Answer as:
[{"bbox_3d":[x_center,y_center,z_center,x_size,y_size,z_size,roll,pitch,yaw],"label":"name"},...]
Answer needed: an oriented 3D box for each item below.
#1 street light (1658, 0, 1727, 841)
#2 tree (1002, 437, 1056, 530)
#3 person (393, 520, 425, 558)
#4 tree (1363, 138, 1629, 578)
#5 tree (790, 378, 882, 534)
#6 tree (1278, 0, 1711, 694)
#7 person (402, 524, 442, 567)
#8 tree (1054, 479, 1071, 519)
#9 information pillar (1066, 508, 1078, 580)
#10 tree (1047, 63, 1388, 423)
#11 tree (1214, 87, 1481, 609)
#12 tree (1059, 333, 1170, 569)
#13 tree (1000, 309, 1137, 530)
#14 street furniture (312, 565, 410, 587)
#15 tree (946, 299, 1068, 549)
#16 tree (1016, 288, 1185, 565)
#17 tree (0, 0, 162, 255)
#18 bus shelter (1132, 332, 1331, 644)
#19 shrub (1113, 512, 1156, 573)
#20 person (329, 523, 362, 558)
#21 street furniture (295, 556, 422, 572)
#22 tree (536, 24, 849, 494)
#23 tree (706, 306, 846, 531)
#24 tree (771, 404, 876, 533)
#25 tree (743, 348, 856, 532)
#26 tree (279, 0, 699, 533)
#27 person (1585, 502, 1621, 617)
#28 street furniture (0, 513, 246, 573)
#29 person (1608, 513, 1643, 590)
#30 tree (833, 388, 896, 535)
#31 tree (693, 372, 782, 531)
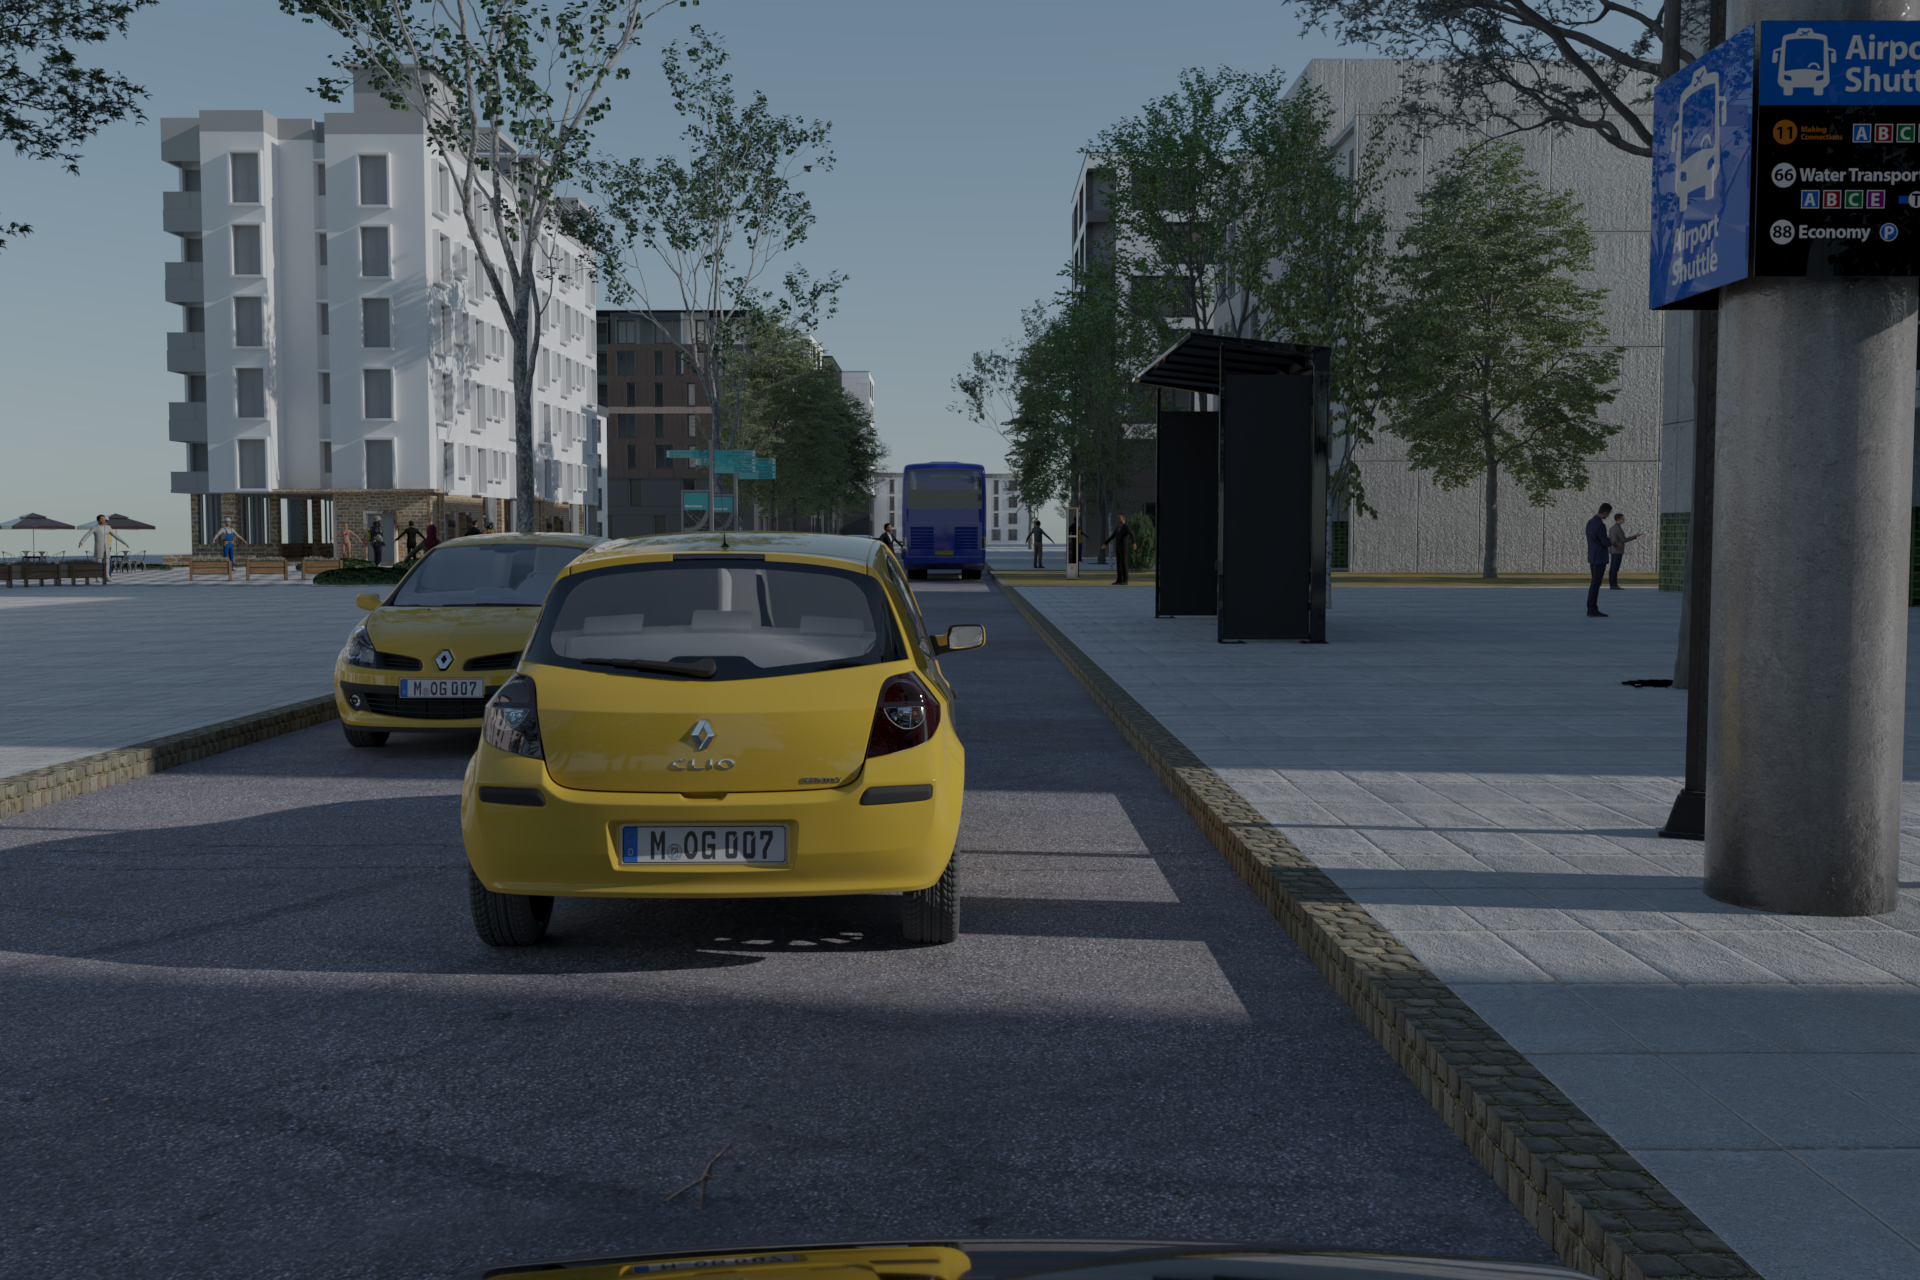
[{"bbox_3d":[3.684,-2.119,7.192,1.470,5.913,1.316,0,4,0],"label":"street light"},{"bbox_3d":[5.366,-10.923,128.946,4.737,8.622,4.395,0,3,0],"label":"tree"},{"bbox_3d":[-21.306,-3.734,67.237,1.347,1.806,0.705,-3,4,-36],"label":"person"},{"bbox_3d":[15.219,-8.104,50.632,7.486,12.596,7.792,0,3,0],"label":"tree"},{"bbox_3d":[-9.311,-12.738,126.392,7.486,12.596,7.792,0,3,0],"label":"tree"},{"bbox_3d":[6.191,-6.330,13.866,12.009,13.543,11.850,0,3,0],"label":"tree"},{"bbox_3d":[-8.214,-1.089,27.014,0.989,1.438,0.599,0,4,-3],"label":"person"},{"bbox_3d":[16.394,-18.486,236.650,7.601,10.594,8.767,0,4,-4],"label":"tree"},{"bbox_3d":[3.110,-2.670,48.147,0.304,2.012,0.304,0,4,-2],"label":"information pillar"},{"bbox_3d":[5.617,-6.926,39.002,9.928,11.665,9.643,0,3,0],"label":"tree"},{"bbox_3d":[6.513,-4.830,29.334,4.737,8.622,4.395,0,3,0],"label":"tree"},{"bbox_3d":[5.534,-6.918,63.464,4.360,8.622,3.978,0,3,0],"label":"tree"},{"bbox_3d":[5.559,-10.296,86.458,7.486,12.596,7.792,0,3,0],"label":"tree"},{"bbox_3d":[-10.930,-1.750,44.241,10.072,0.657,5.734,1,4,12],"label":"street furniture"},{"bbox_3d":[5.215,-17.516,142.282,12.611,20.169,13.585,0,3,0],"label":"tree"},{"bbox_3d":[6.045,-9.007,73.024,9.928,11.665,9.643,0,3,0],"label":"tree"},{"bbox_3d":[-9.356,-4.738,11.881,7.601,10.594,8.767,-3,5,-40],"label":"tree"},{"bbox_3d":[3.505,-1.958,23.295,1.731,3.624,6.357,0,4,-1],"label":"bus shelter"},{"bbox_3d":[5.909,-3.260,57.345,1.661,2.075,1.752,0,3,0],"label":"shrub"},{"bbox_3d":[-23.982,-3.720,67.622,1.217,1.733,0.721,-1,4,-11],"label":"person"},{"bbox_3d":[-17.427,-2.703,59.819,10.072,0.657,5.734,1,4,18],"label":"street furniture"},{"bbox_3d":[-10.446,-12.935,67.383,12.611,20.169,13.585,0,3,0],"label":"tree"},{"bbox_3d":[-9.227,-10.321,86.869,7.486,12.596,7.792,0,3,0],"label":"tree"},{"bbox_3d":[-9.555,-11.012,114.458,8.767,10.594,7.601,0,4,4],"label":"tree"},{"bbox_3d":[-9.772,-11.329,103.361,7.486,12.596,7.792,0,3,0],"label":"tree"},{"bbox_3d":[-10.693,-11.017,36.022,12.611,20.169,13.585,0,3,0],"label":"tree"},{"bbox_3d":[10.010,-1.250,26.935,0.568,1.767,0.683,0,4,-4],"label":"person"},{"bbox_3d":[-34.500,-3.004,54.140,14.083,1.986,27.439,1,4,13],"label":"street furniture"},{"bbox_3d":[15.313,-2.038,39.899,0.750,1.759,0.617,1,4,16],"label":"person"},{"bbox_3d":[-10.076,-14.284,143.913,12.009,13.543,11.850,0,3,0],"label":"tree"},{"bbox_3d":[-9.634,-7.799,77.876,4.360,8.622,3.978,0,3,0],"label":"tree"}]
